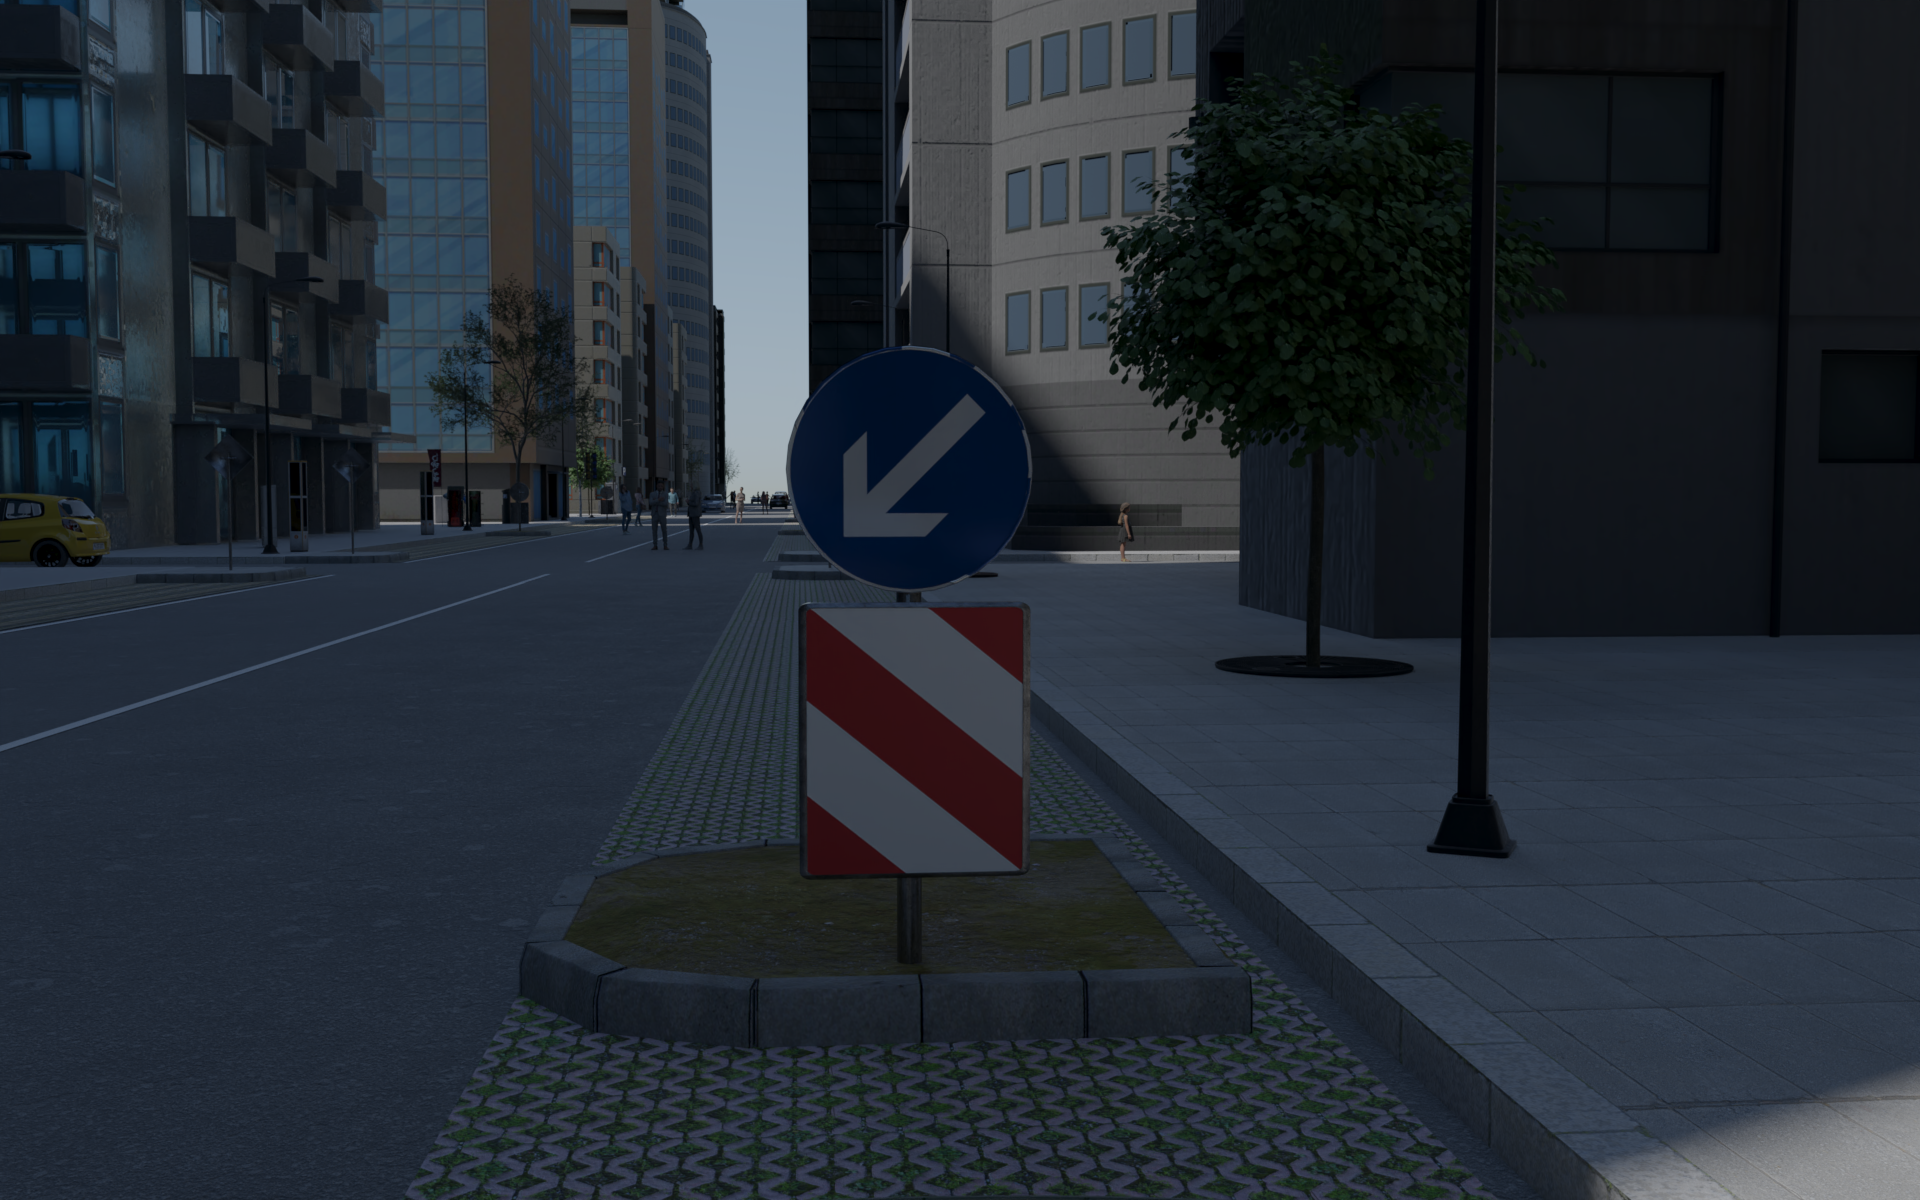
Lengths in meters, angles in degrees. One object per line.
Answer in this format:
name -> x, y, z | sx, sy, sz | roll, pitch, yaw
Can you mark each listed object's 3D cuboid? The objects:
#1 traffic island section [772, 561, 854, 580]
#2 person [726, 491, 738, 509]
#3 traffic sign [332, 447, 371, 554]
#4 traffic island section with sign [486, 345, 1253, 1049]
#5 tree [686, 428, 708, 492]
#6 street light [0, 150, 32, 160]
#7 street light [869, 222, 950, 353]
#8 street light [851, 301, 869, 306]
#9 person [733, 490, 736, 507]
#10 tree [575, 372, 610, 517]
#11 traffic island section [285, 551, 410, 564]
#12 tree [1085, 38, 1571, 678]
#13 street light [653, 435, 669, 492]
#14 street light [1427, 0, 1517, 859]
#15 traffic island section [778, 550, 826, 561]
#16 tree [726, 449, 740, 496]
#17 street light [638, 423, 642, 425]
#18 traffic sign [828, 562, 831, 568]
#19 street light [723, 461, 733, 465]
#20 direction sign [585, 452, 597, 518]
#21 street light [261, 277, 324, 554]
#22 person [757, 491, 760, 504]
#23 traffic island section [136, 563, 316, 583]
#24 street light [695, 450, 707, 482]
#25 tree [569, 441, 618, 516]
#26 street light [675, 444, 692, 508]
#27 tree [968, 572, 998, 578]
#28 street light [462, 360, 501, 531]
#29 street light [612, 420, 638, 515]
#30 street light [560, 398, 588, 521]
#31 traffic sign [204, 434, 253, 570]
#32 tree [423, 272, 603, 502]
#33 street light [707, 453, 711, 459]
traffic island section -> -2.236, -0.475, 30.047 | 2.009, 0.180, 2.903 | 0, 4, -5
person -> -21.514, -9.435, 163.582 | 1.217, 1.723, 0.721 | -1, 4, -19
traffic sign -> -12.994, -2.042, 37.023 | 0.795, 2.450, 0.064 | 0, 4, -5
traffic island section with sign -> -0.306, 0.197, 5.415 | 1.989, 1.847, 2.006 | 0, 4, -5
tree -> -29.436, -14.468, 186.906 | 4.360, 8.622, 3.978 | 0, 3, 0
street light -> -13.231, -3.116, 23.483 | 1.470, 5.913, 1.316 | 0, 4, -5
street light -> -0.744, -3.499, 29.753 | 1.470, 5.913, 1.316 | 0, 4, -5
street light -> -1.922, -4.237, 41.812 | 1.470, 5.913, 1.316 | 0, 4, -5
person -> -24.095, -10.800, 185.070 | 0.705, 1.826, 1.348 | 0, 4, 4
tree -> -21.751, -9.055, 98.409 | 4.360, 8.622, 3.978 | 0, 3, 0
traffic island section -> -13.016, -0.905, 37.083 | 2.009, 0.180, 2.903 | 0, 4, -5
tree -> 2.627, -1.763, 12.535 | 4.285, 4.588, 4.351 | 0, 3, 0
street light -> -23.721, -10.067, 137.141 | 1.470, 5.913, 1.316 | 0, 4, -5
street light -> 1.313, -2.049, 6.044 | 1.470, 5.913, 1.316 | 0, 4, -5
traffic island section -> -2.967, -0.961, 37.998 | 2.009, 0.180, 2.903 | 0, 4, -5
tree -> -36.525, -19.617, 271.104 | 4.360, 8.622, 3.978 | 0, 3, 0
street light -> -21.529, -8.617, 113.434 | 1.470, 5.913, 1.316 | 0, 4, -5
traffic sign -> -2.259, -1.610, 29.967 | 0.795, 2.450, 0.064 | 0, 4, -5
street light -> -35.541, -17.939, 265.843 | 1.470, 5.913, 1.316 | 0, 4, -5
direction sign -> -19.923, -6.215, 93.608 | 0.379, 3.537, 0.876 | 2, 4, 29
street light -> -14.290, -3.949, 37.105 | 1.470, 5.913, 1.316 | 0, 4, -5
person -> -28.740, -14.582, 246.932 | 0.705, 1.822, 1.348 | 0, 4, 2
traffic island section -> -12.285, -0.419, 29.131 | 2.009, 0.180, 2.903 | 0, 4, -5
street light -> -27.974, -12.947, 184.219 | 1.470, 5.913, 1.316 | 0, 4, -5
tree -> -22.192, -7.318, 103.363 | 4.285, 4.588, 4.351 | 0, 3, 0
street light -> -25.781, -11.486, 160.338 | 1.470, 5.913, 1.316 | 0, 4, -5
tree -> 0.183, -1.980, 26.980 | 1.663, 3.219, 1.824 | 0, 3, 0
street light -> -16.641, -5.366, 60.276 | 1.470, 5.913, 1.316 | 0, 4, -5
street light -> -21.063, -8.280, 107.915 | 1.470, 5.913, 1.316 | 0, 4, -5
street light -> -18.581, -6.786, 83.484 | 1.470, 5.913, 1.316 | 0, 4, -5
traffic sign -> -12.263, -1.555, 29.071 | 0.795, 2.450, 0.064 | 0, 4, -5
tree -> -19.108, -8.529, 73.867 | 8.767, 10.594, 7.601 | 1, 4, 12
street light -> -29.045, -13.652, 195.743 | 1.470, 5.913, 1.316 | 0, 4, -5
